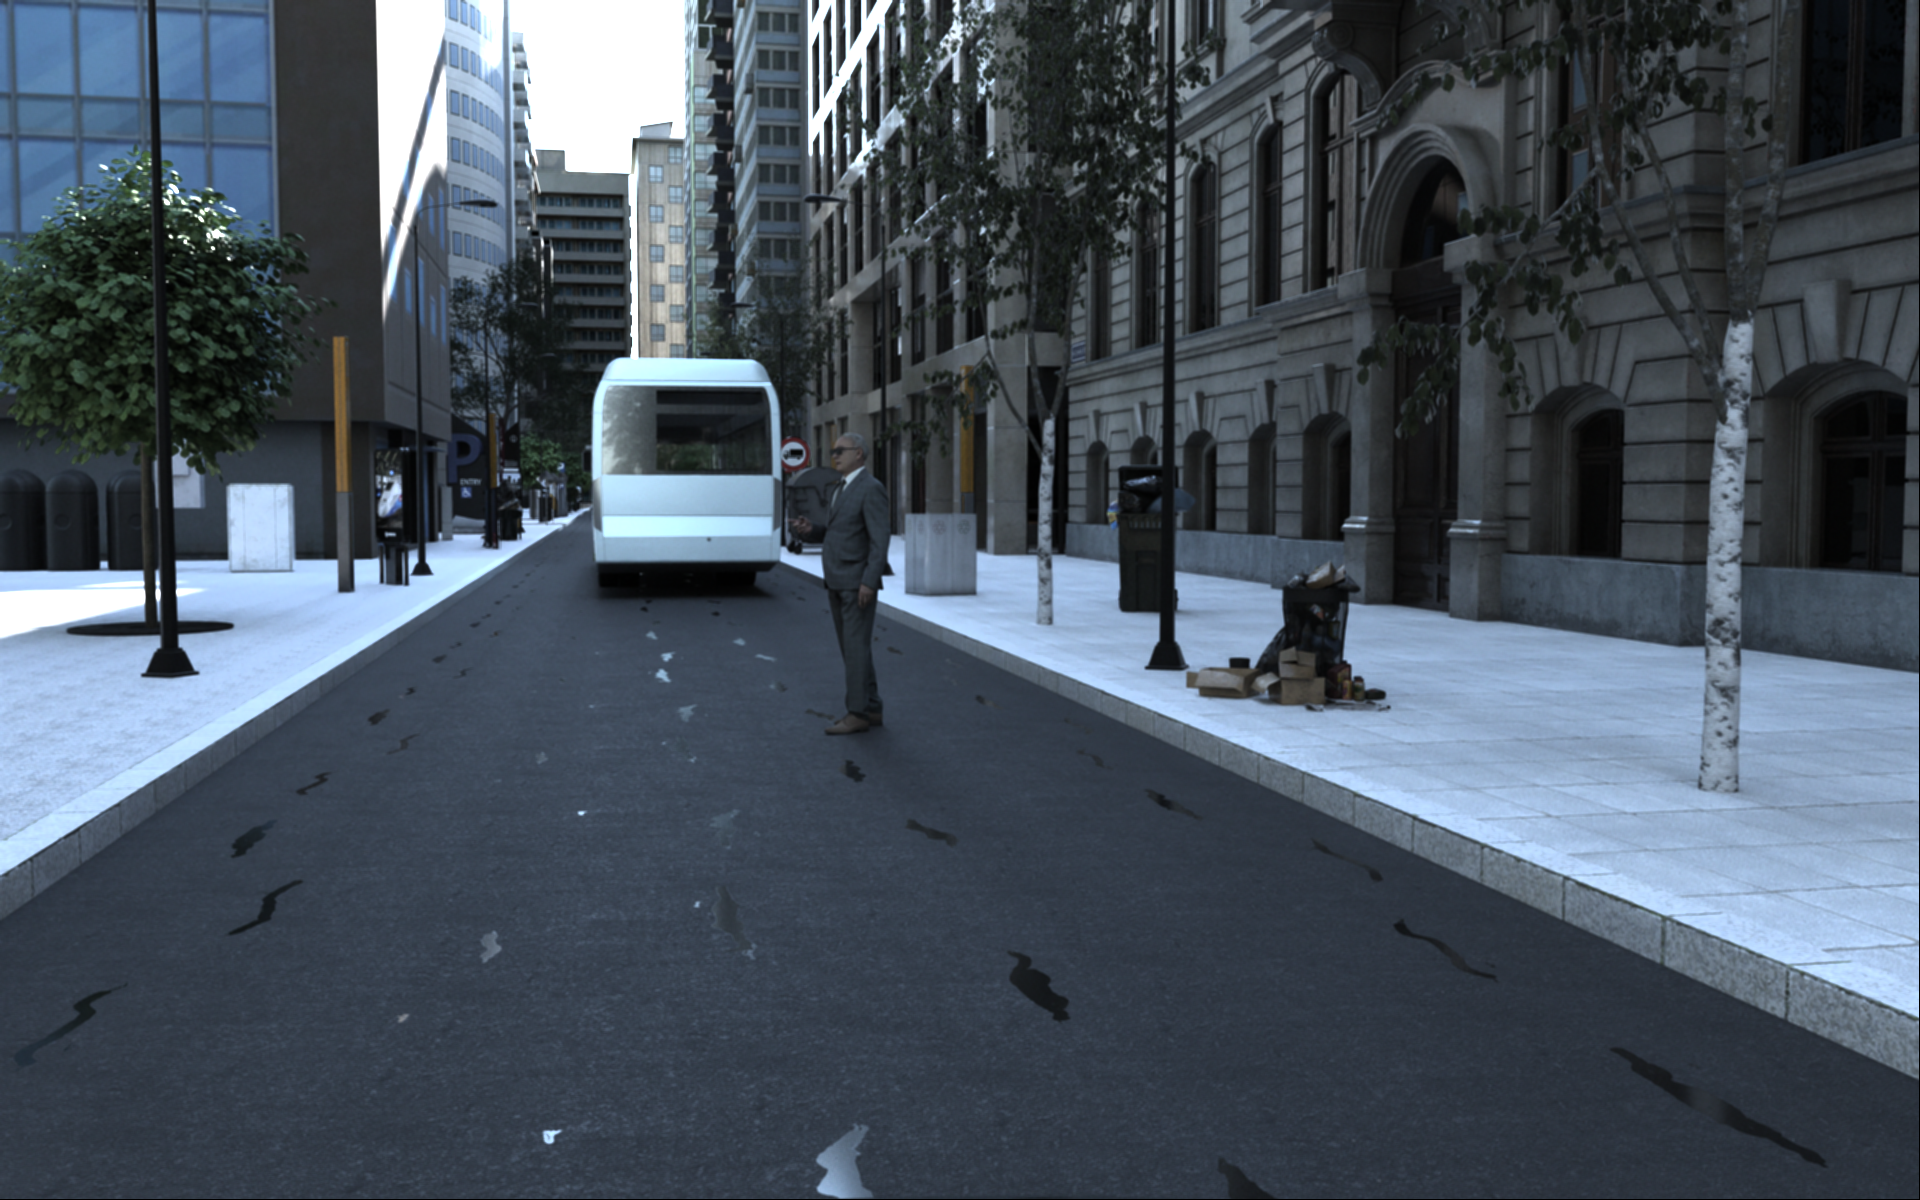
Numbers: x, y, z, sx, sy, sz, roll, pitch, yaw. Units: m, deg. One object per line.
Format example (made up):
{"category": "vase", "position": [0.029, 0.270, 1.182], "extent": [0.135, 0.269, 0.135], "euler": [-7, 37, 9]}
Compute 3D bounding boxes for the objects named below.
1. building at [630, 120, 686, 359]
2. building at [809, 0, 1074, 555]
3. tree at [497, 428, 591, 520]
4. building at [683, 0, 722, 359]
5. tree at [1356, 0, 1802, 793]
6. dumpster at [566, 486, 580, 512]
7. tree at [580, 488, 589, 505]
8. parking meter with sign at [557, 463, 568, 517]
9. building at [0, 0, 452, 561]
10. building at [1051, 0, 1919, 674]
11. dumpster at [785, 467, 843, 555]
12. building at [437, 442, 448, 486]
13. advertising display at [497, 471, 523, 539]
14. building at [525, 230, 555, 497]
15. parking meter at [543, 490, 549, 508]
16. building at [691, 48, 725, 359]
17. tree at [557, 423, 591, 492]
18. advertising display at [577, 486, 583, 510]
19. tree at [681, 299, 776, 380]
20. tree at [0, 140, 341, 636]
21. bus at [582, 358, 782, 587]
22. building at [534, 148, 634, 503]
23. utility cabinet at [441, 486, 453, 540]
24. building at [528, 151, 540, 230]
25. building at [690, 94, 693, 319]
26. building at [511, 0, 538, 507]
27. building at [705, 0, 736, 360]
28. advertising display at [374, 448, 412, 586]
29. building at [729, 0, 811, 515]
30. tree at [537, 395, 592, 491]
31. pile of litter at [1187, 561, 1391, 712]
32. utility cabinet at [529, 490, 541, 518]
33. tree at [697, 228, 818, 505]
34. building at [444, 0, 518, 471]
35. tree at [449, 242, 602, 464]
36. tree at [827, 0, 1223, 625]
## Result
{"category": "building", "position": [-34.028, -40.647, 253.813], "extent": [27.495, 52.752, 28.713], "euler": [-1, 4, -11]}
{"category": "building", "position": [6.788, -15.261, 54.028], "extent": [19.350, 26.468, 34.151], "euler": [-1, 4, -11]}
{"category": "tree", "position": [-21.390, -6.280, 86.383], "extent": [4.285, 4.588, 4.351], "euler": [0, 3, 0]}
{"category": "building", "position": [-25.737, -47.546, 215.622], "extent": [20.563, 71.187, 20.611], "euler": [-1, 4, -11]}
{"category": "tree", "position": [3.196, -3.493, 7.469], "extent": [4.360, 8.622, 3.978], "euler": [0, 3, 0]}
{"category": "dumpster", "position": [-28.750, -7.634, 127.305], "extent": [1.502, 2.255, 1.985], "euler": [-1, 4, -11]}
{"category": "tree", "position": [-45.816, -13.172, 209.962], "extent": [1.663, 3.219, 1.824], "euler": [0, 3, 0]}
{"category": "parking meter with sign", "position": [-22.151, -6.128, 96.451], "extent": [0.543, 3.016, 1.738], "euler": [0, 4, -6]}
{"category": "building", "position": [-19.300, -23.720, 37.932], "extent": [14.600, 45.320, 14.200], "euler": [-1, 4, -11]}
{"category": "building", "position": [10.559, -12.250, 19.375], "extent": [14.460, 24.649, 34.723], "euler": [-1, 4, -11]}
{"category": "dumpster", "position": [-3.064, -1.932, 37.350], "extent": [1.264, 1.857, 1.865], "euler": [-1, 4, -11]}
{"category": "building", "position": [-34.996, -39.607, 85.824], "extent": [20.563, 71.187, 20.611], "euler": [-1, 4, -11]}
{"category": "advertising display", "position": [-12.811, -2.665, 48.787], "extent": [0.974, 1.923, 0.123], "euler": [-3, 4, -36]}
{"category": "building", "position": [-51.110, -25.372, 186.526], "extent": [14.160, 30.474, 14.107], "euler": [-1, 4, -11]}
{"category": "parking meter", "position": [-22.967, -5.358, 96.020], "extent": [0.372, 1.533, 0.369], "euler": [0, 3, 0]}
{"category": "building", "position": [-18.292, -29.379, 163.938], "extent": [14.154, 41.232, 14.086], "euler": [-1, 4, -11]}
{"category": "tree", "position": [-36.729, -13.118, 164.840], "extent": [4.737, 8.622, 4.395], "euler": [0, 3, 0]}
{"category": "advertising display", "position": [-30.826, -8.221, 139.630], "extent": [0.974, 1.923, 0.123], "euler": [2, 4, 28]}
{"category": "tree", "position": [-8.703, -7.000, 64.819], "extent": [4.737, 8.622, 4.395], "euler": [0, 3, 0]}
{"category": "tree", "position": [-7.559, -1.990, 16.258], "extent": [4.285, 4.588, 4.351], "euler": [0, 3, 0]}
{"category": "bus", "position": [-5.081, -2.154, 30.079], "extent": [2.948, 3.499, 13.247], "euler": [-1, 4, -12]}
{"category": "building", "position": [-57.363, -38.029, 245.467], "extent": [21.600, 48.544, 21.300], "euler": [-1, 4, -11]}
{"category": "utility cabinet", "position": [-14.350, -2.434, 48.474], "extent": [0.318, 1.500, 1.173], "euler": [-1, 4, -17]}
{"category": "building", "position": [-63.686, -33.847, 208.023], "extent": [28.867, 44.769, 22.147], "euler": [-1, 4, -11]}
{"category": "building", "position": [-20.256, -32.300, 178.208], "extent": [14.600, 45.320, 14.200], "euler": [-1, 4, -11]}
{"category": "building", "position": [-51.720, -33.233, 162.974], "extent": [23.786, 49.044, 30.456], "euler": [-1, 4, -11]}
{"category": "building", "position": [-8.310, -29.392, 135.191], "extent": [22.147, 44.769, 28.867], "euler": [-1, 4, -11]}
{"category": "advertising display", "position": [-8.021, -1.179, 24.496], "extent": [0.123, 1.923, 0.974], "euler": [-3, 5, -41]}
{"category": "building", "position": [-0.865, -25.043, 101.342], "extent": [23.993, 40.220, 32.217], "euler": [-1, 4, -11]}
{"category": "tree", "position": [-26.678, -10.242, 117.822], "extent": [4.360, 8.622, 3.978], "euler": [0, 3, 0]}
{"category": "pile of litter", "position": [2.062, 0.182, 10.982], "extent": [1.176, 0.858, 1.719], "euler": [0, 4, -5]}
{"category": "utility cabinet", "position": [-22.403, -5.062, 91.447], "extent": [0.318, 1.500, 1.173], "euler": [-2, 4, -33]}
{"category": "tree", "position": [-4.873, -5.919, 47.133], "extent": [4.360, 8.622, 3.978], "euler": [0, 3, 0]}
{"category": "building", "position": [-42.242, -35.280, 118.826], "extent": [21.231, 58.520, 28.212], "euler": [-1, 4, -11]}
{"category": "tree", "position": [-16.468, -7.891, 63.433], "extent": [7.601, 10.594, 8.767], "euler": [-1, 4, -21]}
{"category": "tree", "position": [0.782, -4.079, 17.051], "extent": [4.360, 8.622, 3.978], "euler": [0, 3, 0]}
